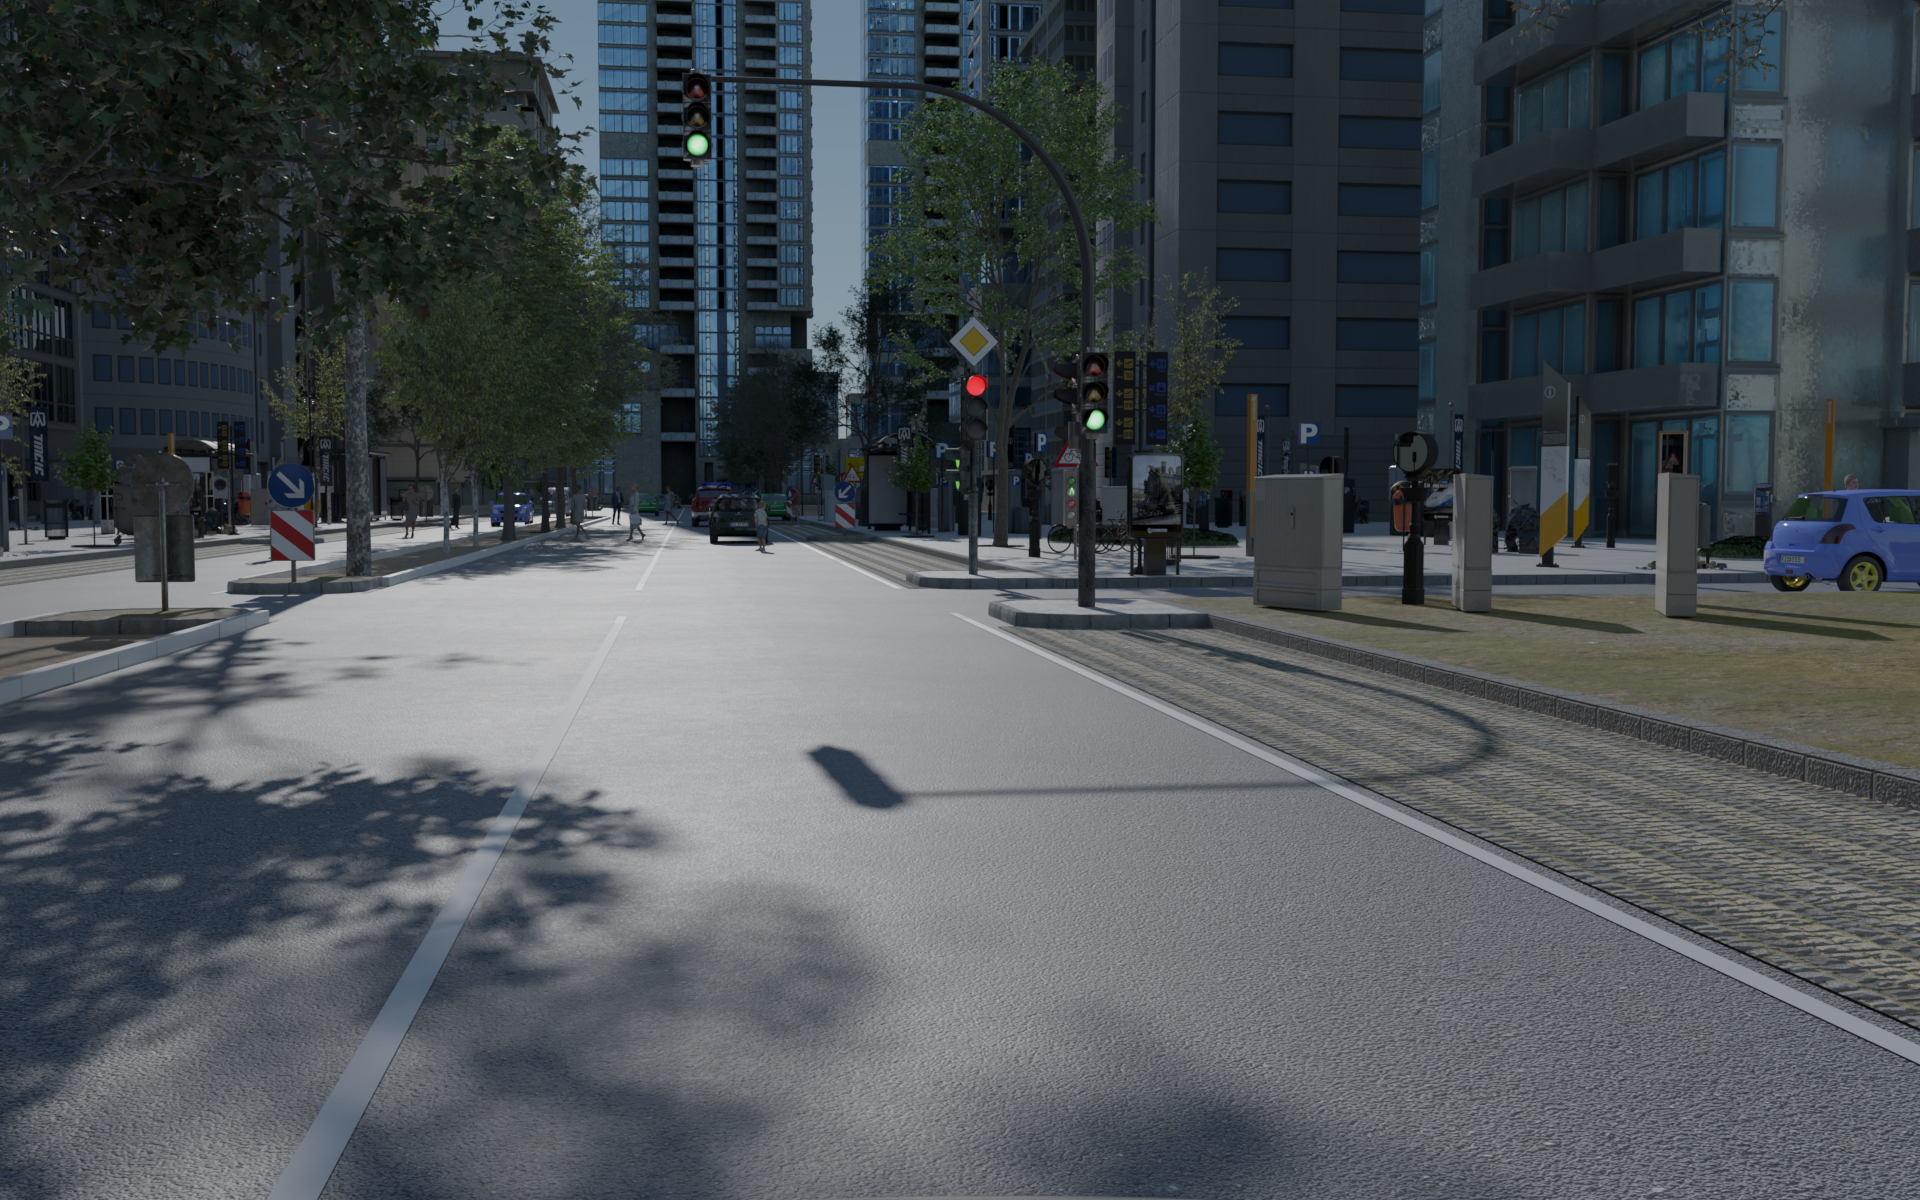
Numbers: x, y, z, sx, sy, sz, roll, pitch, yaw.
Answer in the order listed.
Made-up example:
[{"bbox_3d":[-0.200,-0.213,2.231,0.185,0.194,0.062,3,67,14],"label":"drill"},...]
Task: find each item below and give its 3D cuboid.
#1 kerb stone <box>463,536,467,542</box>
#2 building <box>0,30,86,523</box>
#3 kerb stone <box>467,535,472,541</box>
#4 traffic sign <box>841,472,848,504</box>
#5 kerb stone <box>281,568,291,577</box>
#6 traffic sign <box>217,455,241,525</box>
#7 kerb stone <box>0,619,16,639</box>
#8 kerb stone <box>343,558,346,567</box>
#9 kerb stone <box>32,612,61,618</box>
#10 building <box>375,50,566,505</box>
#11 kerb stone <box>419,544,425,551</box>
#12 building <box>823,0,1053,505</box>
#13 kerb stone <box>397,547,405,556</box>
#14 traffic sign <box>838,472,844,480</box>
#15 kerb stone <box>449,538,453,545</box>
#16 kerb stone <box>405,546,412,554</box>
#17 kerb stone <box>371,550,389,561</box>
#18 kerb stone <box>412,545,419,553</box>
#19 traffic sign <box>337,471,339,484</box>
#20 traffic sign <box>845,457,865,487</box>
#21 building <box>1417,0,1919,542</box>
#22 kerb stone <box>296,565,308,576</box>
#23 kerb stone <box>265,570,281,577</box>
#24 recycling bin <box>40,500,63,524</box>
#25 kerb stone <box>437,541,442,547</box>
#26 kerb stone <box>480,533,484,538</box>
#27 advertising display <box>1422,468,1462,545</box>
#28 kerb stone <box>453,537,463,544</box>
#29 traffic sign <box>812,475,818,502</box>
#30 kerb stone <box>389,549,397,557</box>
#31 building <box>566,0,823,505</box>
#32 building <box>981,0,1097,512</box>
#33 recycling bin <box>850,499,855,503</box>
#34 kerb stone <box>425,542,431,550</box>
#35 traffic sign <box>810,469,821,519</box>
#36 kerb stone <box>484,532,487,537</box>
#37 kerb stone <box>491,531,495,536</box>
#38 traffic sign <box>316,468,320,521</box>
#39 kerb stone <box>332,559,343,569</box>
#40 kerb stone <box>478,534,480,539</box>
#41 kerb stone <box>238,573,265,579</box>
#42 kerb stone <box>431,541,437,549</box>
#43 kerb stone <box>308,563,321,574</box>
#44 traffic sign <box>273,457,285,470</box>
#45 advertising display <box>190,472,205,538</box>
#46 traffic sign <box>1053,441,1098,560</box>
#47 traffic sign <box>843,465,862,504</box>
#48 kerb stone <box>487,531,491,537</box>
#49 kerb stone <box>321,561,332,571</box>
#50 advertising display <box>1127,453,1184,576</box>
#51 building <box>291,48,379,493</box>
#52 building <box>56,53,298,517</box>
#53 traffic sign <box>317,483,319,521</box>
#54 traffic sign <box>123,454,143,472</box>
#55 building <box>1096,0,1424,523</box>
[{"bbox_3d":[-14.801,-1.779,51.280,0.120,0.150,1.000,-1,4,-9],"label":"kerb stone"},{"bbox_3d":[-46.424,-16.840,68.841,14.314,27.812,24.014,-1,4,-9],"label":"building"},{"bbox_3d":[-14.951,-1.841,52.299,0.120,0.150,1.000,-1,4,-9],"label":"kerb stone"},{"bbox_3d":[-6.232,-5.882,96.270,0.768,2.556,0.104,0,4,-2],"label":"traffic sign"},{"bbox_3d":[-11.359,-0.412,28.992,0.120,0.150,1.000,-1,4,-9],"label":"kerb stone"},{"bbox_3d":[-24.004,-3.472,56.872,0.768,2.556,0.104,0,4,-6],"label":"traffic sign"},{"bbox_3d":[-9.545,0.297,17.334,0.120,0.150,1.000,-1,4,-9],"label":"kerb stone"},{"bbox_3d":[-12.133,-0.725,34.050,0.120,0.150,1.000,-1,4,-9],"label":"kerb stone"},{"bbox_3d":[-9.711,0.236,18.343,0.120,0.150,1.000,-1,4,-9],"label":"kerb stone"},{"bbox_3d":[-60.274,-37.750,206.444,27.495,52.752,28.713,-1,4,-9],"label":"building"},{"bbox_3d":[-13.545,-1.283,43.171,0.120,0.150,1.000,-1,4,-9],"label":"kerb stone"},{"bbox_3d":[-0.169,-54.940,210.942,31.000,86.520,22.319,-1,4,-9],"label":"building"},{"bbox_3d":[-13.073,-1.097,40.129,0.120,0.150,1.000,-1,4,-9],"label":"kerb stone"},{"bbox_3d":[-6.712,-6.165,100.903,0.768,2.556,0.104,0,4,-7],"label":"traffic sign"},{"bbox_3d":[-14.323,-1.590,48.243,0.120,0.150,1.000,-1,4,-9],"label":"kerb stone"},{"bbox_3d":[-13.229,-1.158,41.143,0.120,0.150,1.000,-1,4,-9],"label":"kerb stone"},{"bbox_3d":[-12.759,-0.971,38.106,0.120,0.150,1.000,-1,4,-9],"label":"kerb stone"},{"bbox_3d":[-13.380,-1.221,42.162,0.120,0.150,1.000,-1,4,-9],"label":"kerb stone"},{"bbox_3d":[-33.226,-5.689,93.115,0.768,2.556,0.104,0,3,0],"label":"traffic sign"},{"bbox_3d":[-5.119,-6.134,94.157,2.265,3.308,0.079,0,4,-6],"label":"traffic sign"},{"bbox_3d":[31.113,-26.653,55.381,30.456,49.044,23.786,-1,4,-9],"label":"building"},{"bbox_3d":[-11.515,-0.477,30.002,0.120,0.150,1.000,-1,4,-9],"label":"kerb stone"},{"bbox_3d":[-11.202,-0.354,27.982,0.120,0.150,1.000,-1,4,-9],"label":"kerb stone"},{"bbox_3d":[-39.046,-3.785,74.434,0.722,1.027,0.722,-3,5,-44],"label":"recycling bin"},{"bbox_3d":[-14.018,-1.469,46.214,0.120,0.150,1.000,-1,4,-9],"label":"kerb stone"},{"bbox_3d":[-15.430,-2.028,55.346,0.120,0.150,1.000,-1,4,-9],"label":"kerb stone"},{"bbox_3d":[12.116,-2.344,43.544,0.974,1.923,0.123,3,4,36],"label":"advertising display"},{"bbox_3d":[-14.635,-1.716,50.264,0.120,0.150,1.000,-1,4,-9],"label":"kerb stone"},{"bbox_3d":[-8.397,-6.264,102.524,0.768,2.556,0.104,0,4,-5],"label":"traffic sign"},{"bbox_3d":[-12.915,-1.033,39.116,0.120,0.150,1.000,-1,4,-9],"label":"kerb stone"},{"bbox_3d":[-30.878,-54.680,206.684,31.000,86.520,22.319,-1,4,-9],"label":"building"},{"bbox_3d":[18.375,-26.511,125.328,32.217,40.220,23.993,-1,4,-9],"label":"building"},{"bbox_3d":[-5.983,-5.245,98.309,0.722,1.027,0.722,1,4,15],"label":"recycling bin"},{"bbox_3d":[-13.702,-1.345,44.181,0.120,0.150,1.000,-1,4,-9],"label":"kerb stone"},{"bbox_3d":[-7.294,-5.478,89.561,0.884,2.594,0.081,0,4,-8],"label":"traffic sign"},{"bbox_3d":[-15.589,-2.085,56.356,0.120,0.150,1.000,-1,4,-9],"label":"kerb stone"},{"bbox_3d":[-15.892,-2.211,58.381,0.120,0.150,1.000,-1,4,-9],"label":"kerb stone"},{"bbox_3d":[-30.545,-5.022,82.208,0.768,2.556,0.104,0,4,-1],"label":"traffic sign"},{"bbox_3d":[-11.979,-0.659,33.039,0.120,0.150,1.000,-1,4,-9],"label":"kerb stone"},{"bbox_3d":[-15.270,-1.966,54.333,0.120,0.150,1.000,-1,4,-9],"label":"kerb stone"},{"bbox_3d":[-11.047,-0.292,26.971,0.120,0.150,1.000,-1,4,-9],"label":"kerb stone"},{"bbox_3d":[-13.859,-1.407,45.204,0.120,0.150,1.000,-1,4,-9],"label":"kerb stone"},{"bbox_3d":[-11.665,-0.539,31.014,0.120,0.150,1.000,-1,4,-9],"label":"kerb stone"},{"bbox_3d":[-23.762,-3.710,60.666,0.884,2.594,0.081,0,4,-8],"label":"traffic sign"},{"bbox_3d":[-22.354,-2.786,50.760,0.123,1.923,0.974,-3,5,-41],"label":"advertising display"},{"bbox_3d":[2.249,-2.062,33.724,0.884,2.594,0.081,0,4,-4],"label":"traffic sign"},{"bbox_3d":[-4.758,-4.675,76.442,0.884,2.594,0.081,0,4,-8],"label":"traffic sign"},{"bbox_3d":[-15.740,-2.145,57.367,0.120,0.150,1.000,-1,4,-9],"label":"kerb stone"},{"bbox_3d":[-11.828,-0.601,32.028,0.120,0.150,1.000,-1,4,-9],"label":"kerb stone"},{"bbox_3d":[3.067,-1.346,27.221,0.974,1.923,0.123,-2,4,-26],"label":"advertising display"},{"bbox_3d":[-62.124,-31.927,145.705,21.600,48.544,21.300,-1,4,-9],"label":"building"},{"bbox_3d":[-56.088,-34.629,108.191,21.231,58.520,28.212,-1,4,-9],"label":"building"},{"bbox_3d":[-31.067,-5.117,83.770,0.768,2.556,0.104,0,4,-2],"label":"traffic sign"},{"bbox_3d":[-26.369,-3.380,55.366,0.768,2.556,0.104,0,4,-2],"label":"traffic sign"},{"bbox_3d":[17.907,-33.584,91.091,21.231,58.520,28.212,-1,4,-9],"label":"building"}]
